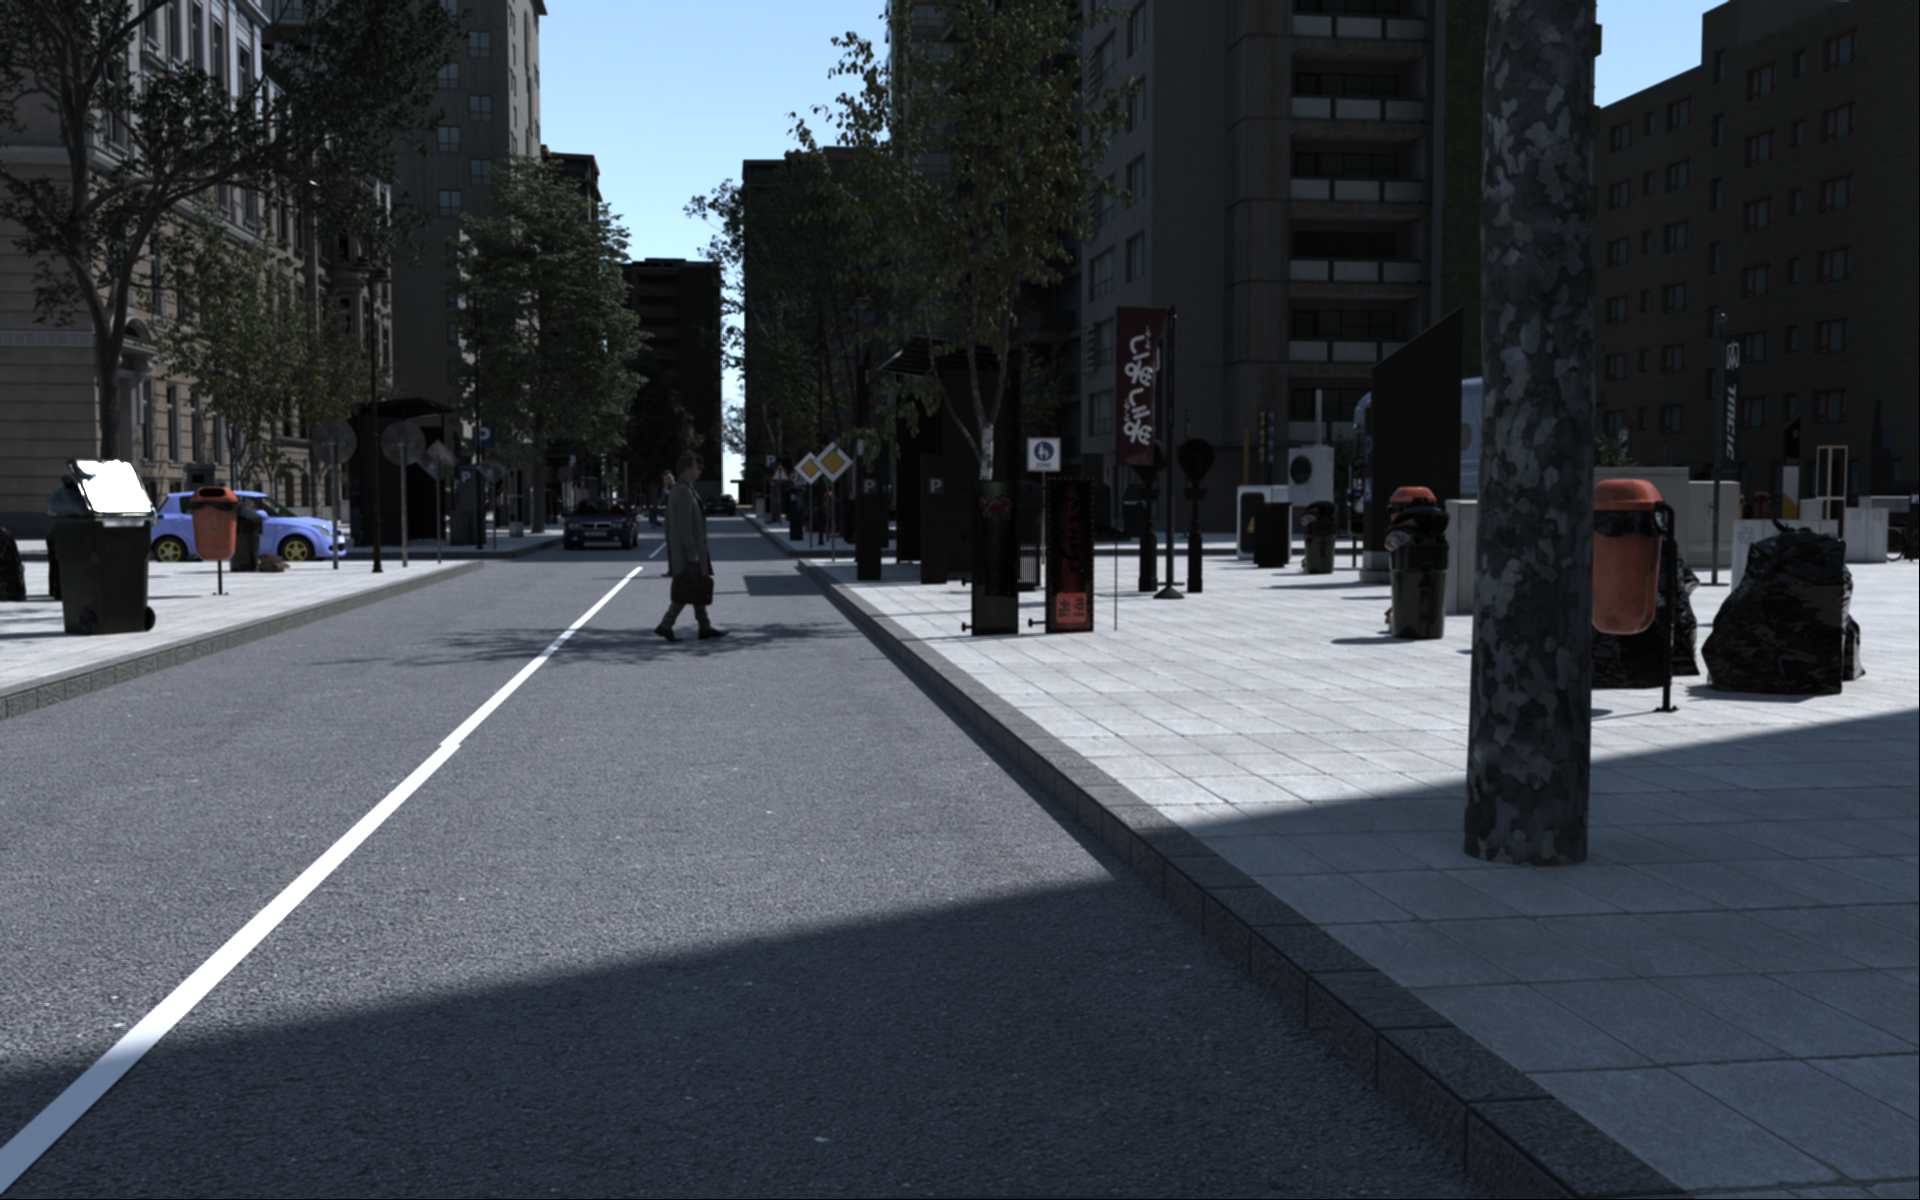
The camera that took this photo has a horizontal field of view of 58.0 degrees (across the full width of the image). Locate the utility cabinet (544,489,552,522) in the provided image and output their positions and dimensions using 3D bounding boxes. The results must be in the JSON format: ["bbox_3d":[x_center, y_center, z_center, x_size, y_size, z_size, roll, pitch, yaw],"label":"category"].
[{"bbox_3d":[-18.650,-4.229,77.820,0.318,1.500,1.173,0,4,5],"label":"utility cabinet"}]

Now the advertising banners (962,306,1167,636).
[{"bbox_3d":[0.988,-1.210,15.965,2.074,3.025,0.090,-1,4,-22],"label":"advertising banners"}]

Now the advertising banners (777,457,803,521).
[{"bbox_3d":[-8.202,-5.335,83.419,0.090,3.025,2.074,2,4,32],"label":"advertising banners"}]

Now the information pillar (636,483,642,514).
[{"bbox_3d":[-21.034,-6.671,113.557,0.304,2.012,0.304,1,4,13],"label":"information pillar"}]

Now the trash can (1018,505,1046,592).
[{"bbox_3d":[0.767,-0.691,22.944,0.748,1.137,0.748,0,3,0],"label":"trash can"}]

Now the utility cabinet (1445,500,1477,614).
[{"bbox_3d":[5.773,-0.464,18.749,1.020,1.237,0.306,-1,4,-16],"label":"utility cabinet"}]

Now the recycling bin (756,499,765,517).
[{"bbox_3d":[-10.786,-5.082,95.649,0.722,1.027,0.722,-3,5,-42],"label":"recycling bin"}]

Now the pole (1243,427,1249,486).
[{"bbox_3d":[8.736,-3.613,52.922,0.158,3.312,0.155,0,3,0],"label":"pole"}]

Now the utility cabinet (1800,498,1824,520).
[{"bbox_3d":[12.317,-0.853,25.105,0.306,1.237,1.020,2,4,25],"label":"utility cabinet"}]

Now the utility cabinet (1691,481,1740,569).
[{"bbox_3d":[12.561,-1.264,29.345,1.173,1.500,0.318,0,4,-3],"label":"utility cabinet"}]

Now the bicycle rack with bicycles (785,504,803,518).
[{"bbox_3d":[-8.327,-4.849,92.655,2.852,0.926,2.925,2,4,30],"label":"bicycle rack with bicycles"}]

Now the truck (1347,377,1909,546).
[{"bbox_3d":[17.703,-3.106,40.535,18.799,4.110,2.967,-1,4,-9],"label":"truck"}]

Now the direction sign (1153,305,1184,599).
[{"bbox_3d":[2.571,-1.788,21.232,0.379,3.537,0.876,0,4,3],"label":"direction sign"}]

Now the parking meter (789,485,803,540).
[{"bbox_3d":[-4.539,-2.422,48.003,0.372,1.533,0.369,0,3,0],"label":"parking meter"}]

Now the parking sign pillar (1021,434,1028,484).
[{"bbox_3d":[2.105,-5.051,71.048,1.447,3.967,1.447,1,4,17],"label":"parking sign pillar"}]

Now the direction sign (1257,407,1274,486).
[{"bbox_3d":[8.023,-3.272,45.487,0.379,3.537,0.876,3,4,37],"label":"direction sign"}]

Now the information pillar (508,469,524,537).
[{"bbox_3d":[-13.178,-2.869,51.395,0.304,2.012,0.304,2,4,27],"label":"information pillar"}]

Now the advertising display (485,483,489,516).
[{"bbox_3d":[-27.620,-5.825,100.451,0.123,1.923,0.974,1,4,14],"label":"advertising display"}]

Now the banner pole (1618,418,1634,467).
[{"bbox_3d":[21.759,-4.072,56.587,0.863,3.779,0.401,-2,4,-31],"label":"banner pole"}]

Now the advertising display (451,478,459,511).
[{"bbox_3d":[-20.920,-4.082,71.946,0.123,1.923,0.974,0,4,2],"label":"advertising display"}]

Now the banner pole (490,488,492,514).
[{"bbox_3d":[-29.899,-7.402,111.041,0.401,3.779,0.863,3,5,45],"label":"banner pole"}]

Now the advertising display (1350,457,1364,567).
[{"bbox_3d":[7.253,-1.516,29.999,0.974,1.923,0.123,2,4,34],"label":"advertising display"}]

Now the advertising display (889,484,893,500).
[{"bbox_3d":[-4.828,-6.676,114.368,0.974,1.923,0.123,3,5,43],"label":"advertising display"}]

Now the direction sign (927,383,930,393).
[{"bbox_3d":[-0.462,-2.535,33.438,0.379,3.537,0.876,-2,4,-23],"label":"direction sign"}]

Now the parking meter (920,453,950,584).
[{"bbox_3d":[-0.355,-1.165,24.762,0.399,1.863,0.255,-1,4,-11],"label":"parking meter"}]

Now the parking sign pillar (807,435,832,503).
[{"bbox_3d":[-6.451,-5.574,79.612,1.447,3.967,1.447,3,5,40],"label":"parking sign pillar"}]

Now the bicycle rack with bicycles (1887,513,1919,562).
[{"bbox_3d":[18.961,-1.136,31.961,2.852,0.926,2.925,0,4,-7],"label":"bicycle rack with bicycles"}]

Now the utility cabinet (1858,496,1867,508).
[{"bbox_3d":[24.675,-2.180,46.804,0.306,1.237,1.020,0,3,0],"label":"utility cabinet"}]

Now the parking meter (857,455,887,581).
[{"bbox_3d":[-1.332,-1.226,25.762,0.399,1.863,0.255,0,4,-3],"label":"parking meter"}]

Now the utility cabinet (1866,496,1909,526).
[{"bbox_3d":[23.777,-2.021,44.199,1.020,1.237,0.306,1,4,11],"label":"utility cabinet"}]

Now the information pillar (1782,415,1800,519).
[{"bbox_3d":[24.658,-3.671,51.372,0.504,3.616,0.183,-1,4,-12],"label":"information pillar"}]

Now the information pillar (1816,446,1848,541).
[{"bbox_3d":[13.303,-1.344,26.466,0.304,2.012,0.304,-1,4,-10],"label":"information pillar"}]

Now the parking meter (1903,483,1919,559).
[{"bbox_3d":[18.945,-1.586,34.347,0.372,1.533,0.369,0,3,0],"label":"parking meter"}]

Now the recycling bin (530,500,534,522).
[{"bbox_3d":[-19.511,-4.140,80.236,0.722,1.027,0.722,1,4,22],"label":"recycling bin"}]

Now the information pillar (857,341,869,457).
[{"bbox_3d":[-1.467,-2.142,26.372,0.183,3.616,0.504,1,4,9],"label":"information pillar"}]

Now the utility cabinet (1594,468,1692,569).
[{"bbox_3d":[5.511,-0.366,14.667,1.173,1.500,0.318,0,4,-4],"label":"utility cabinet"}]

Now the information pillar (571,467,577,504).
[{"bbox_3d":[-24.141,-7.144,108.167,0.504,3.616,0.183,2,4,35],"label":"information pillar"}]

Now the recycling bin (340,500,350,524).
[{"bbox_3d":[-26.253,-3.800,74.684,0.722,1.027,0.722,0,4,-6],"label":"recycling bin"}]

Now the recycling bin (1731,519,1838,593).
[{"bbox_3d":[8.201,-0.287,17.241,0.722,1.027,0.722,-2,4,-33],"label":"recycling bin"}]

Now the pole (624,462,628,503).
[{"bbox_3d":[-20.990,-7.030,108.782,0.158,3.312,0.155,0,3,0],"label":"pole"}]

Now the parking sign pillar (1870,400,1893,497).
[{"bbox_3d":[26.641,-3.772,50.145,1.447,3.967,1.447,2,4,24],"label":"parking sign pillar"}]

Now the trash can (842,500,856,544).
[{"bbox_3d":[-2.698,-2.023,44.723,0.748,1.137,0.748,0,3,0],"label":"trash can"}]

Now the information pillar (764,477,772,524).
[{"bbox_3d":[-8.235,-4.273,74.358,0.304,2.012,0.304,0,4,-2],"label":"information pillar"}]

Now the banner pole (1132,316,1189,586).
[{"bbox_3d":[2.795,-2.107,24.460,0.863,3.779,0.401,3,4,38],"label":"banner pole"}]

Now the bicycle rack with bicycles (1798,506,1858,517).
[{"bbox_3d":[26.846,-2.463,53.657,2.852,0.926,2.925,1,4,10],"label":"bicycle rack with bicycles"}]

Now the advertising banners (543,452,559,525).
[{"bbox_3d":[-17.241,-4.669,72.530,0.090,3.025,2.074,0,4,8],"label":"advertising banners"}]

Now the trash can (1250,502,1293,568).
[{"bbox_3d":[5.445,-1.140,30.285,0.748,1.137,0.748,0,3,0],"label":"trash can"}]

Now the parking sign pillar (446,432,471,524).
[{"bbox_3d":[-21.706,-5.329,75.600,1.447,3.967,1.447,0,4,-2],"label":"parking sign pillar"}]

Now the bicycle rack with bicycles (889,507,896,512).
[{"bbox_3d":[-2.419,-4.714,90.461,2.925,0.926,2.852,1,4,19],"label":"bicycle rack with bicycles"}]

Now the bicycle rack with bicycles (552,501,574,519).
[{"bbox_3d":[-20.833,-4.672,89.766,2.852,0.926,2.925,-3,4,-37],"label":"bicycle rack with bicycles"}]

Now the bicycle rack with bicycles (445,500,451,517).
[{"bbox_3d":[-28.162,-5.037,95.733,2.925,0.926,2.852,1,4,22],"label":"bicycle rack with bicycles"}]

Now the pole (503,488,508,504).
[{"bbox_3d":[-19.470,-4.912,74.148,0.158,3.312,0.155,0,3,0],"label":"pole"}]

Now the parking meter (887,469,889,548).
[{"bbox_3d":[-1.905,-2.163,41.078,0.399,1.863,0.255,-1,4,-17],"label":"parking meter"}]

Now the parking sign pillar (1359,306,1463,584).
[{"bbox_3d":[6.532,-2.235,25.019,1.447,3.967,1.447,0,4,-5],"label":"parking sign pillar"}]

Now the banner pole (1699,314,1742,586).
[{"bbox_3d":[10.579,-2.075,23.943,0.401,3.779,0.863,0,4,0],"label":"banner pole"}]
